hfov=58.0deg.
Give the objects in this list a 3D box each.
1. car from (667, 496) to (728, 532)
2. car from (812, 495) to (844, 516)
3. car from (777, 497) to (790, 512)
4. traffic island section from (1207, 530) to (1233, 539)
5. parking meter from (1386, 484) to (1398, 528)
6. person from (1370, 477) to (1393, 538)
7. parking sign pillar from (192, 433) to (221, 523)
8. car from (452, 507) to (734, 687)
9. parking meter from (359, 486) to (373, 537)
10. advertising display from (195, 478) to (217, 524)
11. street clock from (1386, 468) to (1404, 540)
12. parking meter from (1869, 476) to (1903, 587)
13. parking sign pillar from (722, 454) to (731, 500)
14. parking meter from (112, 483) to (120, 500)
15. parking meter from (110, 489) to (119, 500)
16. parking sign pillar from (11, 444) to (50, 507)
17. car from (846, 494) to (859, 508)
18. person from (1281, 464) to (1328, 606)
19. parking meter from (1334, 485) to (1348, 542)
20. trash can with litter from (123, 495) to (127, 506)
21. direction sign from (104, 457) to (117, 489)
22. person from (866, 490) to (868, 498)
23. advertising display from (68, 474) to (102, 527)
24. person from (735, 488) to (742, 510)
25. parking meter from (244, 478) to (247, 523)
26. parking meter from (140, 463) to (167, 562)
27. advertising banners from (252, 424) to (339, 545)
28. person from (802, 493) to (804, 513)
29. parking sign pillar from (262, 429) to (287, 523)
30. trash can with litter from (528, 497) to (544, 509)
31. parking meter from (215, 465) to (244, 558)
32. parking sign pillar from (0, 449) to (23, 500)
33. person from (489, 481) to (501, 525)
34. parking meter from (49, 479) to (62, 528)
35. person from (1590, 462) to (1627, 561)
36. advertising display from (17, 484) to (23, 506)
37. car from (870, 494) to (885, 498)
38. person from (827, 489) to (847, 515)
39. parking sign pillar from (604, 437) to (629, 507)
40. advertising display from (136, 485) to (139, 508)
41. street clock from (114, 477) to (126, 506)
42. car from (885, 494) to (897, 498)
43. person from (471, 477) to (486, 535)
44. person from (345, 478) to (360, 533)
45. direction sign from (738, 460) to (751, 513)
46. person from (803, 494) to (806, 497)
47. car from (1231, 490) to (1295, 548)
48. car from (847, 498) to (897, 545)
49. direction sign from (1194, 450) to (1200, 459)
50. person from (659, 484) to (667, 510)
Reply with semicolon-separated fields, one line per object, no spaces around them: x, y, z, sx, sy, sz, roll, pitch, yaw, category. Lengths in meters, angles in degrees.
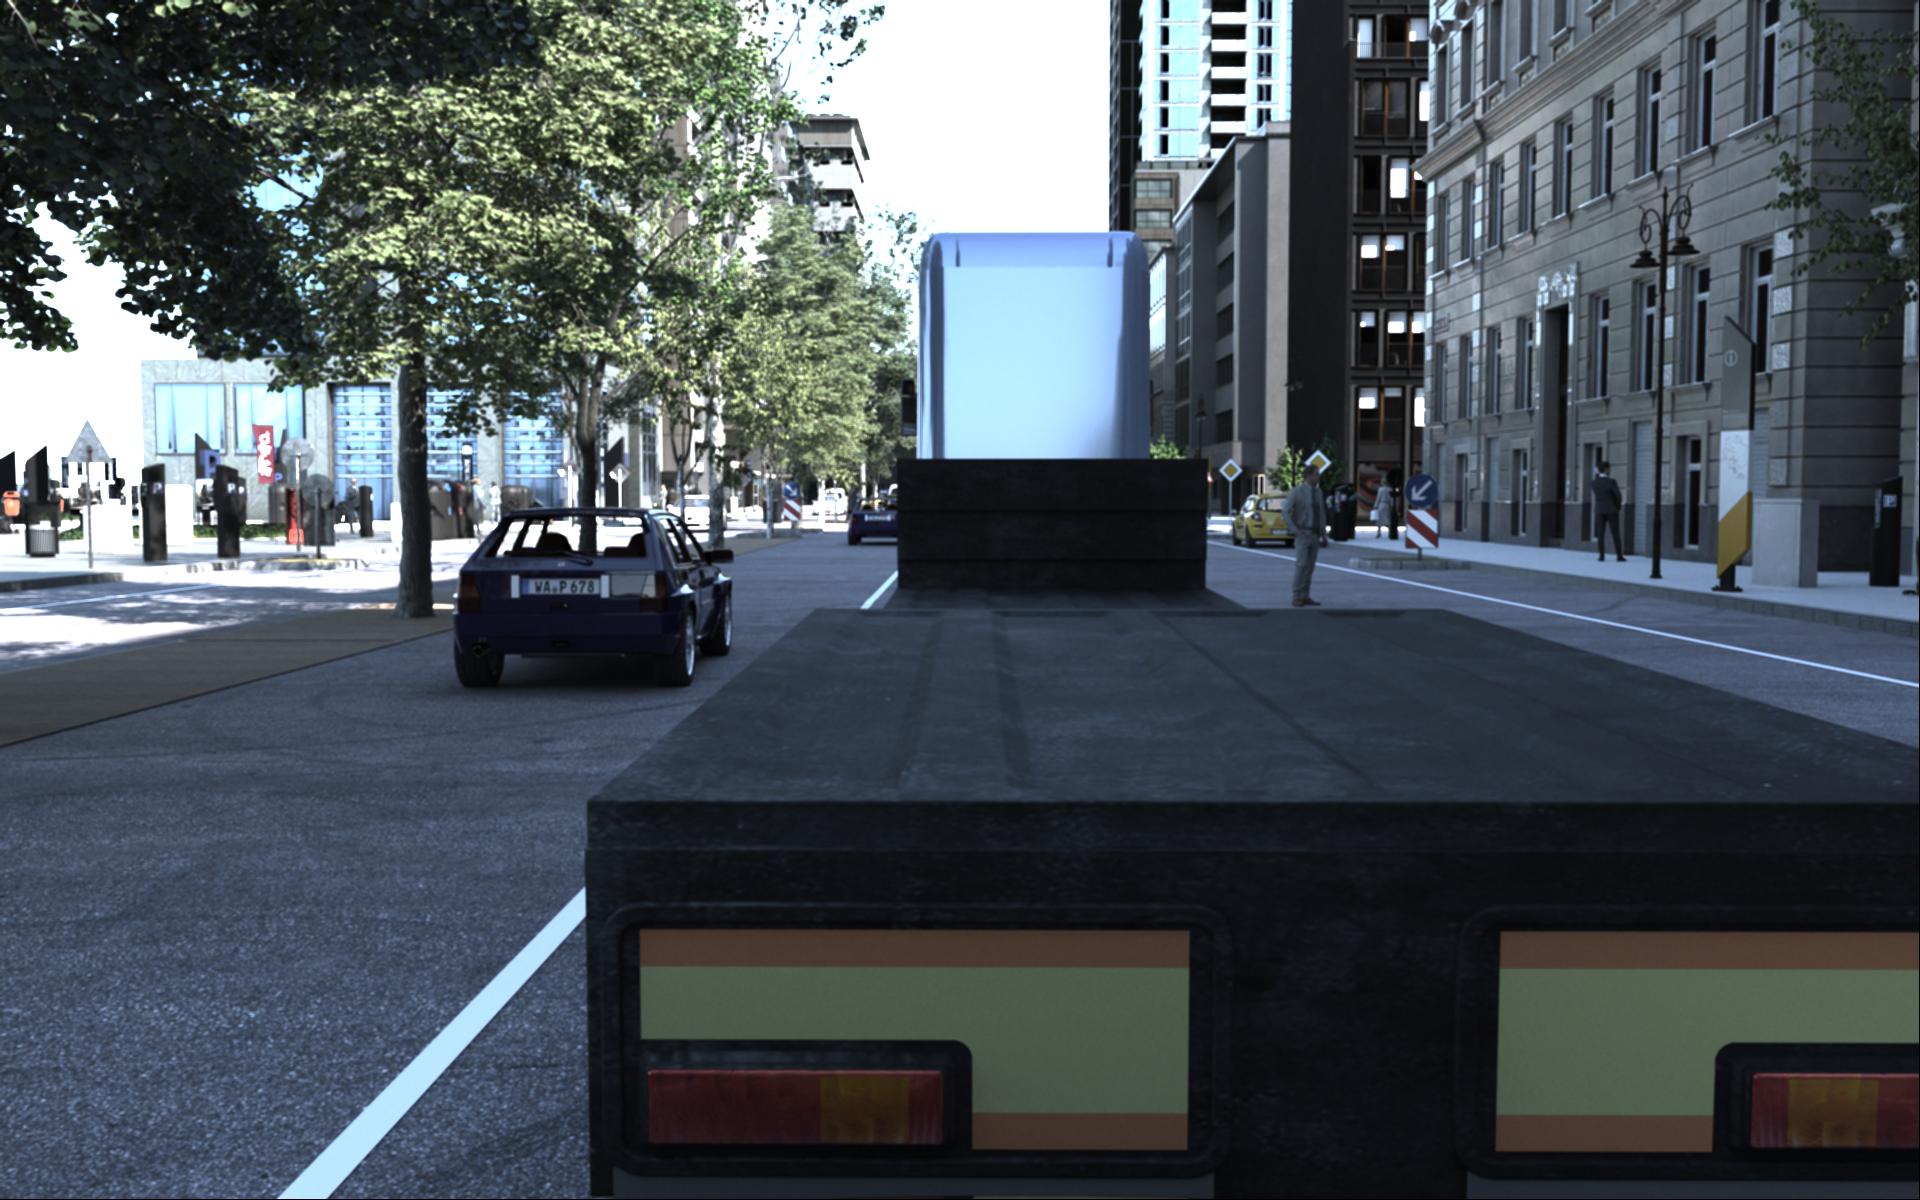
-9.982;-3.262;65.702;2.083;1.381;4.827;0;4;1;car
-8.834;-6.356;116.278;2.083;1.381;4.827;0;4;1;car
-12.100;-6.651;121.331;1.945;1.354;3.894;0;4;-1;car
8.818;-2.079;56.266;2.009;0.180;2.903;0;4;0;traffic island section
16.221;-3.628;65.025;0.255;1.863;0.399;-3;5;-42;parking meter
12.291;-2.682;50.241;0.694;1.780;0.624;0;4;-2;person
-33.202;-5.389;76.581;1.447;3.967;1.447;1;4;13;parking sign pillar
-2.890;-0.101;14.234;1.945;1.354;3.894;0;4;-1;car
-17.733;-2.650;51.731;0.372;1.533;0.369;0;3;0;parking meter
-30.622;-3.984;70.357;0.974;1.923;0.123;1;4;22;advertising display
12.198;-2.693;48.608;0.471;2.002;0.358;0;3;0;street clock
12.877;-0.959;24.086;0.372;1.533;0.369;0;3;0;parking meter
-15.887;-7.738;114.993;1.447;3.967;1.447;-3;4;-37;parking sign pillar
-46.406;-5.482;95.335;0.255;1.863;0.399;1;4;12;parking meter
-42.236;-4.778;86.529;0.372;1.533;0.369;0;3;0;parking meter
-49.899;-6.425;93.515;1.447;3.967;1.447;1;4;22;parking sign pillar
-8.115;-7.501;134.445;2.131;1.459;4.920;0;4;1;car
4.464;-0.839;22.323;0.635;1.810;0.391;-3;5;-40;person
10.320;-2.355;46.917;0.372;1.533;0.369;0;3;0;parking meter
-66.769;-7.804;138.652;2.233;1.210;1.678;3;4;37;trash can with litter
-51.645;-6.934;105.368;0.379;3.537;0.876;2;4;27;direction sign
-9.524;-10.129;173.734;0.705;1.869;1.348;-2;4;-34;person
-28.468;-3.128;56.364;0.974;1.923;0.123;-3;4;-37;advertising display
-17.851;-8.174;139.805;0.709;1.813;0.853;-1;4;-11;person
-22.833;-3.008;54.887;0.255;1.863;0.399;3;4;36;parking meter
-15.357;-1.667;32.975;0.255;1.863;0.399;2;4;34;parking meter
-16.895;-2.928;44.063;2.074;3.025;0.090;-3;4;-37;advertising banners
-11.799;-7.282;127.739;0.537;1.800;0.526;0;4;7;person
-27.756;-5.028;70.685;1.447;3.967;1.447;-1;4;-14;parking sign pillar
-16.943;-3.598;70.208;1.055;1.170;0.624;0;4;4;trash can with litter
-14.748;-1.786;34.906;0.255;1.863;0.399;2;4;27;parking meter
-57.105;-7.034;103.477;1.447;3.967;1.447;-2;4;-33;parking sign pillar
-19.254;-4.001;71.641;0.466;1.800;0.511;3;5;44;person
-34.531;-3.696;66.137;0.399;1.863;0.255;2;4;29;parking meter
12.390;-1.696;33.127;0.648;1.900;0.474;3;4;39;person
-57.287;-6.160;105.922;0.974;1.923;0.123;1;4;20;advertising display
-8.647;-10.483;181.617;2.015;1.641;3.980;0;4;2;car
-8.589;-6.780;119.572;1.509;1.804;0.699;1;4;14;person
-16.277;-5.726;82.095;1.447;3.967;1.447;3;4;39;parking sign pillar
-55.889;-6.927;118.471;0.123;1.923;0.974;2;4;30;advertising display
-35.477;-4.199;73.223;0.471;2.002;0.358;2;4;27;street clock
-2.246;-3.583;68.367;2.009;1.686;4.222;0;4;2;car
-15.043;-2.903;53.734;0.641;1.798;0.478;-2;4;-30;person
-19.623;-3.064;56.316;0.590;1.801;0.661;3;5;39;person
-14.266;-7.527;115.067;0.876;3.537;0.379;-3;5;-45;direction sign
-14.480;-9.196;156.031;1.348;1.869;0.705;1;4;22;person
8.498;-2.276;47.430;2.015;1.641;3.980;0;4;1;car
-2.303;-2.286;49.955;1.945;1.354;3.894;0;4;-1;car
12.173;-5.904;88.533;0.379;3.537;0.876;2;4;24;direction sign
-15.762;-5.215;91.590;0.520;1.790;0.573;2;4;33;person
